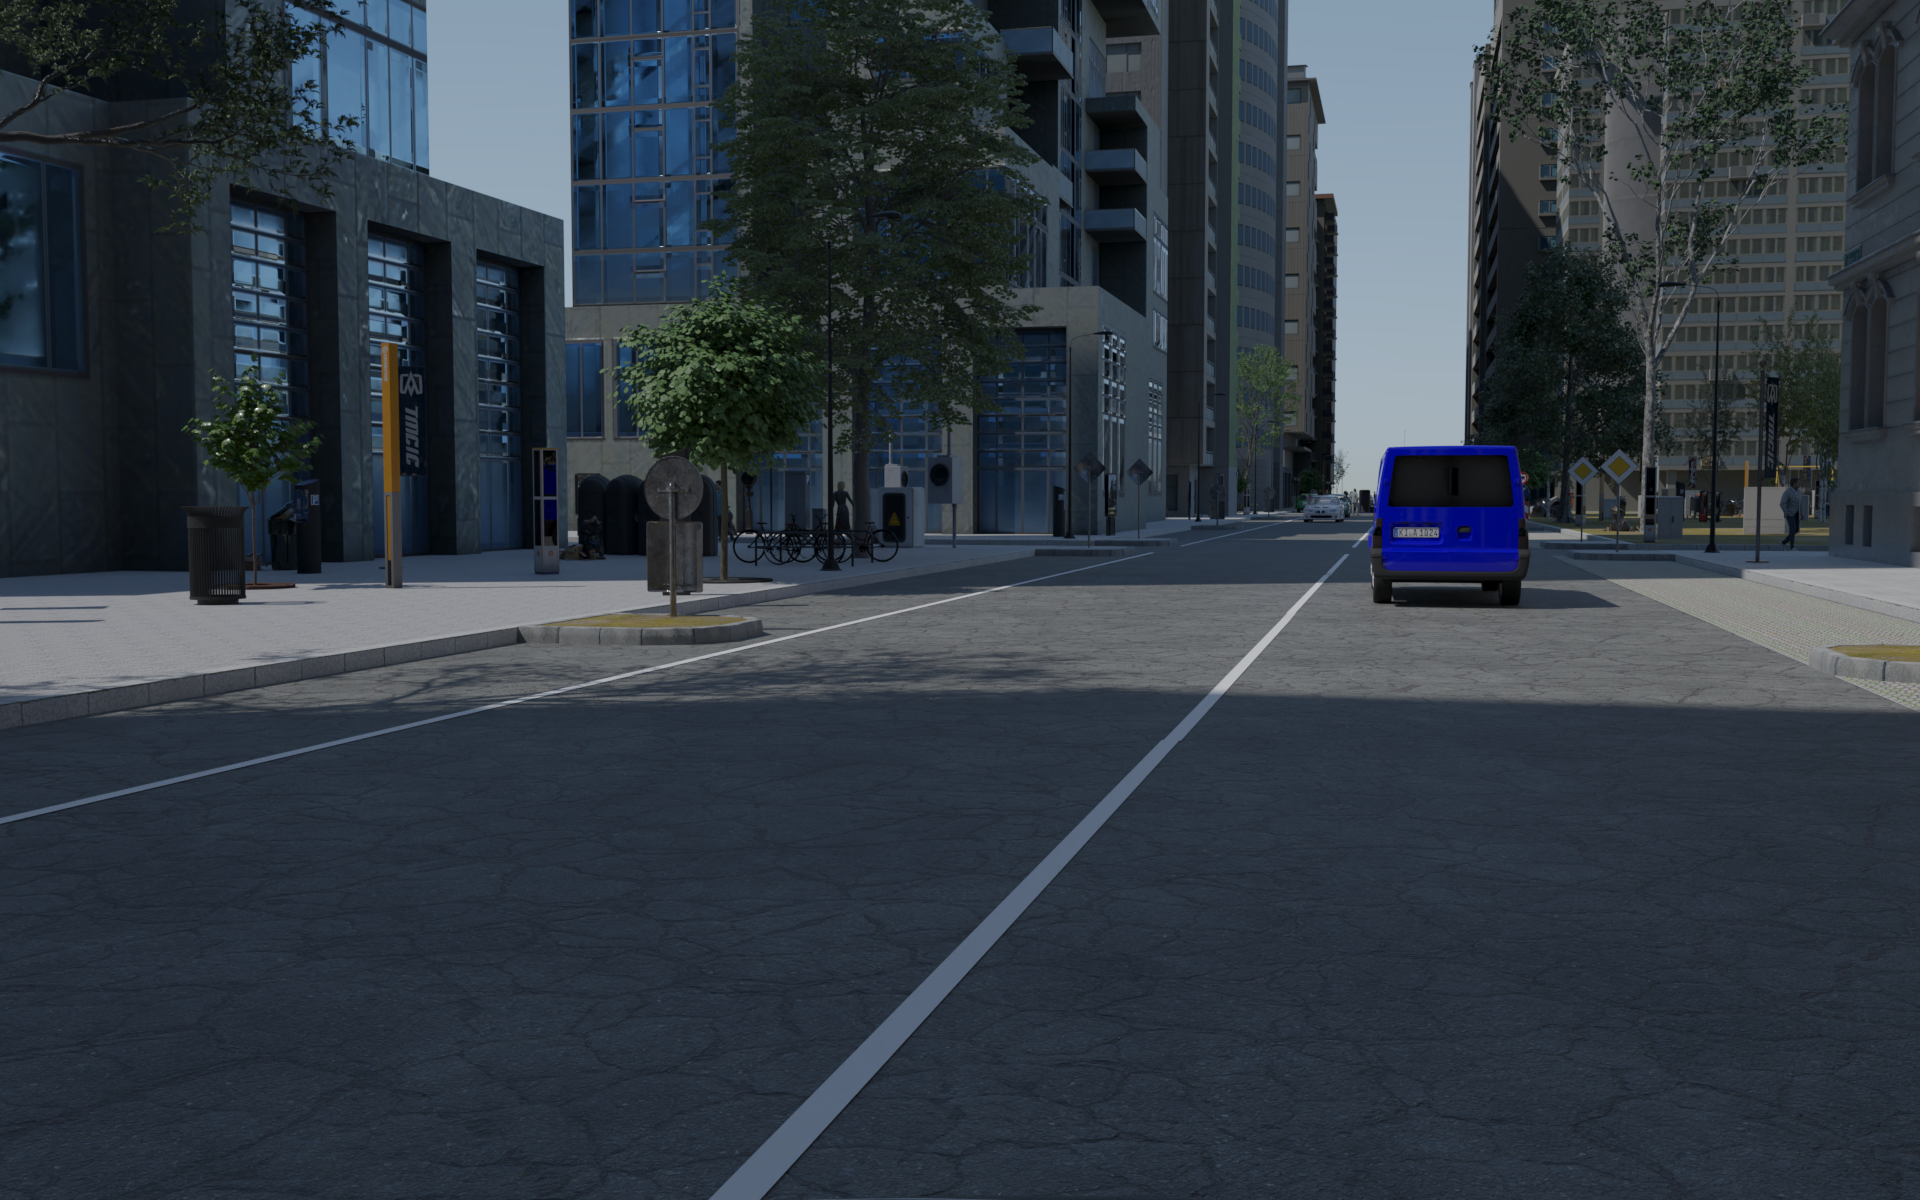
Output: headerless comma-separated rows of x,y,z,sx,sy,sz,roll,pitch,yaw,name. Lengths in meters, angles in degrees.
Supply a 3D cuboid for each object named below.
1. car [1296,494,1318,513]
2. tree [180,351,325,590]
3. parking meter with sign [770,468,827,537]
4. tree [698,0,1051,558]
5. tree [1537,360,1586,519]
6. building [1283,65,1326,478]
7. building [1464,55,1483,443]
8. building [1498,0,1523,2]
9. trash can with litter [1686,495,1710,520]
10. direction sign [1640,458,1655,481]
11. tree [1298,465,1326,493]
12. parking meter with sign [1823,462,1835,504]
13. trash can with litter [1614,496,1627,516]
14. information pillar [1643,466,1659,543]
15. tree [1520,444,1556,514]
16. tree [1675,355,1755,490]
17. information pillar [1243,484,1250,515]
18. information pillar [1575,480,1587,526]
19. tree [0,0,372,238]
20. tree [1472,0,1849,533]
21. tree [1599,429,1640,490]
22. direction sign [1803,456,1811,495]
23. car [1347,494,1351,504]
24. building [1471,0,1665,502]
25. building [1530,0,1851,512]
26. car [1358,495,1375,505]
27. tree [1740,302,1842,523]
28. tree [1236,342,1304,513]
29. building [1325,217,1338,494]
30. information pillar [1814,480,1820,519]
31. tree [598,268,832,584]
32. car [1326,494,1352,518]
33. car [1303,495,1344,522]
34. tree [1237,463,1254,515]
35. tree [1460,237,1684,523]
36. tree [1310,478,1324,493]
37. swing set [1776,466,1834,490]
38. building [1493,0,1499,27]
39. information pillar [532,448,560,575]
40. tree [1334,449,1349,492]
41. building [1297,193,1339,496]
26.781,-7.597,133.001,1.959,1.807,4.718,1,4,12,car
-9.488,-1.772,23.578,1.663,3.219,1.824,0,3,0,tree
-4.840,-3.381,51.542,1.738,3.016,0.543,1,4,14,parking meter with sign
-1.750,-7.134,34.769,7.486,12.596,7.792,0,3,0,tree
30.306,-8.440,88.357,4.737,8.622,4.395,0,3,0,tree
31.115,-38.609,220.494,28.713,52.752,27.495,1,4,14,building
78.782,-42.187,231.762,21.231,58.520,28.212,1,4,14,building
58.907,-32.520,155.411,21.300,48.544,21.600,1,4,14,building
40.912,-5.283,97.433,2.233,1.210,1.678,-2,4,-31,trash can with litter
41.907,-6.949,105.620,0.876,3.537,0.379,2,4,31,direction sign
39.557,-12.972,195.802,4.285,4.588,4.351,0,3,0,tree
47.476,-5.970,93.871,1.738,3.016,0.543,-2,4,-24,parking meter with sign
40.192,-5.795,106.138,1.055,1.170,0.624,-2,4,-30,trash can with litter
18.356,-2.538,45.981,0.304,2.012,0.304,2,4,33,information pillar
36.809,-7.856,112.166,4.285,4.588,4.351,0,3,0,tree
40.273,-8.694,92.511,4.360,8.622,3.978,0,3,0,tree
17.968,-6.365,108.560,0.304,2.012,0.304,-3,4,-38,information pillar
24.764,-3.950,69.081,0.304,2.012,0.304,-3,4,-38,information pillar
-6.676,-4.645,10.352,7.601,10.594,8.767,-1,4,-11,tree
23.960,-12.233,55.903,12.611,20.169,13.585,0,3,0,tree
42.577,-9.844,111.318,4.360,8.622,3.978,0,3,0,tree
49.856,-6.729,102.017,0.876,3.537,0.379,-3,5,-39,direction sign
51.799,-13.505,230.589,2.009,1.686,4.222,1,4,15,car
64.027,-33.853,177.206,21.300,48.544,21.600,1,4,14,building
58.549,-26.867,131.158,32.217,40.220,23.993,1,4,14,building
52.399,-12.898,223.240,2.083,1.381,4.827,1,4,14,car
32.345,-7.167,67.542,4.737,8.622,4.395,0,3,0,tree
19.610,-11.728,117.503,9.928,11.665,9.643,0,3,0,tree
50.776,-37.775,267.739,14.600,45.320,14.200,1,4,14,building
44.278,-5.192,89.383,0.304,2.012,0.304,2,4,27,information pillar
-3.549,-2.544,25.304,4.285,4.588,4.351,0,3,0,tree
23.097,-5.809,106.778,2.131,1.459,4.920,1,4,15,car
18.758,-4.699,89.185,2.083,1.381,4.827,1,4,16,car
17.071,-6.876,107.025,1.663,3.219,1.824,0,3,0,tree
27.280,-9.811,77.420,9.611,12.733,9.660,0,3,0,tree
39.298,-12.064,191.843,1.663,3.219,1.824,0,3,0,tree
47.467,-6.114,97.588,3.119,2.851,2.862,2,4,32,swing set
72.417,-47.070,207.850,20.563,71.187,20.611,1,4,14,building
-6.610,-1.417,27.656,0.304,2.012,0.304,-3,5,-40,information pillar
60.249,-19.973,276.922,4.737,8.622,4.395,0,3,0,tree
42.332,-36.275,247.727,22.147,44.769,28.867,1,4,14,building
